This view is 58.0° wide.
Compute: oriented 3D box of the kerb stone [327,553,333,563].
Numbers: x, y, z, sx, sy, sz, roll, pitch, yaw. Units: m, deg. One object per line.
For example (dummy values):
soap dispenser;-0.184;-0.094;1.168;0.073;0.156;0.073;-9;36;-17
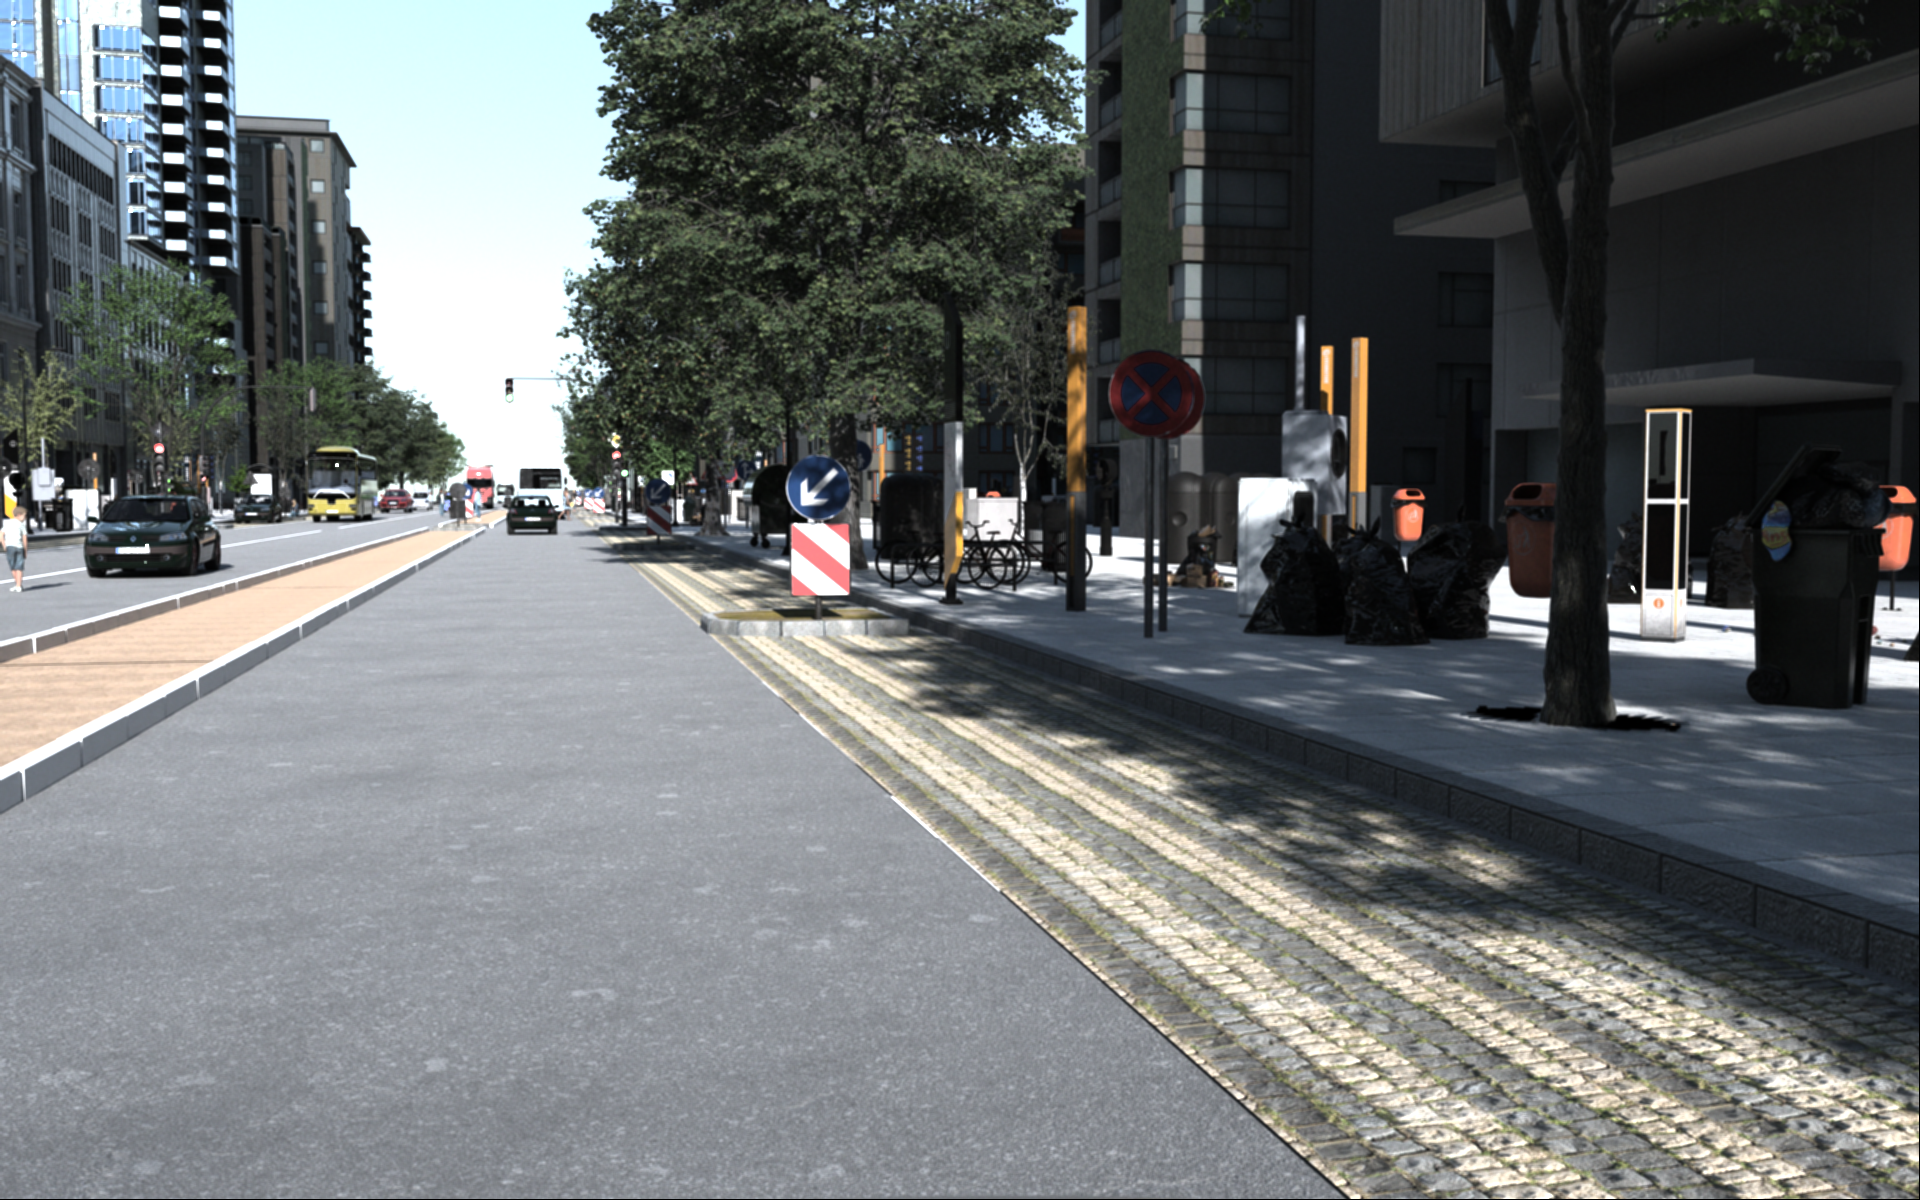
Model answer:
kerb stone;-13.177;-0.840;35.926;0.120;0.150;1.000;-1;4;-13

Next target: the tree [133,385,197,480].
tree;-52.896;-10.094;115.405;4.737;8.622;4.395;0;3;0

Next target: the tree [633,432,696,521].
tree;-14.131;-6.064;82.867;4.285;4.588;4.351;0;3;0

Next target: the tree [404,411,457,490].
tree;-72.900;-19.523;237.325;7.486;12.596;7.792;0;3;0

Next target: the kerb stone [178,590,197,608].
kerb stone;-9.872;0.014;21.965;0.120;0.150;1.000;-1;4;-13

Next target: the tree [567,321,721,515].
tree;-16.028;-9.635;91.941;8.767;10.594;7.601;1;4;11

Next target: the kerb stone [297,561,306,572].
kerb stone;-12.242;-0.588;31.931;0.120;0.150;1.000;-1;4;-13

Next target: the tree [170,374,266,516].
tree;-43.660;-9.269;101.906;4.360;8.622;3.978;0;3;0

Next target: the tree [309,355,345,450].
tree;-48.501;-12.447;129.260;9.928;11.665;9.643;0;3;0

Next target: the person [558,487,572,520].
person;-21.513;-5.251;94.444;0.778;1.811;0.616;-2;4;-35

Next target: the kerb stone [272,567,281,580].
kerb stone;-11.529;-0.413;28.947;0.120;0.150;1.000;-1;4;-13

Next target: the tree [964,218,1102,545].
tree;1.578;-5.654;42.810;4.360;8.622;3.978;0;3;0

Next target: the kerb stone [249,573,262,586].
kerb stone;-11.053;-0.291;26.959;0.120;0.150;1.000;-1;4;-13

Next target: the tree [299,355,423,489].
tree;-55.015;-15.377;158.072;9.857;13.997;8.962;0;3;0

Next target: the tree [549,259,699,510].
tree;-26.129;-17.241;137.772;12.611;20.169;13.585;0;3;0

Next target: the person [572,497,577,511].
person;-28.993;-7.161;130.265;0.352;1.250;0.332;-1;4;-11

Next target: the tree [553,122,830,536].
tree;-7.787;-8.342;53.399;9.611;12.733;9.660;0;3;0

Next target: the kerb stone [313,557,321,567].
kerb stone;-12.706;-0.718;33.931;0.120;0.150;1.000;-1;4;-13

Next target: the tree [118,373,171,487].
tree;-49.091;-9.519;105.997;4.360;8.622;3.978;0;3;0

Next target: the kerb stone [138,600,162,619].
kerb stone;-9.405;0.136;19.974;0.120;0.150;1.000;-1;4;-13

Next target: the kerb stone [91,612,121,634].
kerb stone;-8.932;0.260;17.985;0.120;0.150;1.000;-1;4;-13

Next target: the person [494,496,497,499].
person;-47.520;-10.197;175.160;1.348;1.831;0.705;-2;4;-24

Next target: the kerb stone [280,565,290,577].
kerb stone;-11.760;-0.474;29.943;0.120;0.150;1.000;-1;4;-13

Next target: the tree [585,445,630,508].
tree;-30.342;-12.513;154.949;4.360;8.622;3.978;0;3;0

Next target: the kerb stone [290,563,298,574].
kerb stone;-12.000;-0.535;30.937;0.120;0.150;1.000;-1;4;-13

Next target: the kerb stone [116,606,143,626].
kerb stone;-9.168;0.197;18.980;0.120;0.150;1.000;-1;4;-13

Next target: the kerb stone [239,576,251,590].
kerb stone;-10.810;-0.230;25.955;0.120;0.150;1.000;-1;4;-13

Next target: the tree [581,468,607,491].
tree;-45.047;-14.082;213.956;4.285;4.588;4.351;0;3;0

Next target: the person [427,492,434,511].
person;-44.289;-8.234;144.944;0.330;1.601;0.589;3;5;43

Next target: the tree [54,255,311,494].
tree;-35.335;-9.225;76.581;9.928;11.665;9.643;0;3;0

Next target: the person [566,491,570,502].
person;-33.516;-8.473;147.789;0.466;1.731;0.760;-1;4;-22

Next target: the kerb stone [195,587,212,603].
kerb stone;-10.116;-0.047;22.966;0.120;0.150;1.000;-1;4;-13

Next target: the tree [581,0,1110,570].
tree;-1.918;-7.488;29.082;9.857;13.997;8.962;0;3;0

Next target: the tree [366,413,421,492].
tree;-61.990;-15.483;187.562;8.767;10.594;7.601;1;4;19

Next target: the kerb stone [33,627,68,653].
kerb stone;-8.462;0.384;15.995;0.120;0.150;1.000;-1;4;-13

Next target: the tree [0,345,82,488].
tree;-45.056;-8.216;84.687;4.737;8.622;4.395;0;3;0

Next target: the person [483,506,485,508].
person;-49.069;-10.431;178.984;1.348;1.831;0.705;-2;4;-24

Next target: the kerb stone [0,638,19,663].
kerb stone;-8.241;0.440;14.997;0.120;0.150;1.000;-1;4;-13

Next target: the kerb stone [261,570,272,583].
kerb stone;-11.291;-0.349;27.953;0.120;0.150;1.000;-1;4;-13

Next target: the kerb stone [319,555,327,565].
kerb stone;-12.940;-0.776;34.926;0.120;0.150;1.000;-1;4;-13

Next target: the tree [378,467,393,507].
tree;-59.233;-11.728;175.464;4.285;4.588;4.351;0;3;0

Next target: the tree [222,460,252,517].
tree;-40.433;-6.301;97.617;1.663;3.219;1.824;0;3;0

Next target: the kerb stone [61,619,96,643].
kerb stone;-8.695;0.318;16.990;0.120;0.150;1.000;-1;4;-13

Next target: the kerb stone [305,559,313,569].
kerb stone;-12.473;-0.656;32.927;0.120;0.150;1.000;-1;4;-13

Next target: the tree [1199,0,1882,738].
tree;3.291;-5.115;9.392;9.928;11.665;9.643;0;3;0

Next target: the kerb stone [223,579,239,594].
kerb stone;-10.581;-0.169;24.959;0.120;0.150;1.000;-1;4;-13

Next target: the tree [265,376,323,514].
tree;-42.385;-9.681;108.653;4.360;8.622;3.978;0;3;0

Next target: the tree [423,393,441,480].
tree;-65.482;-18.089;202.408;9.857;13.997;8.962;0;3;0

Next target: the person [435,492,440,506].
person;-62.091;-12.060;206.475;0.721;1.735;1.217;3;4;37

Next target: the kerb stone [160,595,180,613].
kerb stone;-9.644;0.077;20.968;0.120;0.150;1.000;-1;4;-13

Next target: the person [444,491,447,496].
person;-45.403;-8.768;152.572;0.721;1.743;1.217;3;4;38

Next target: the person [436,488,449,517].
person;-31.825;-5.962;106.333;0.721;1.781;0.623;3;4;37

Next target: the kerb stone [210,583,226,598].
kerb stone;-10.350;-0.103;23.963;0.120;0.150;1.000;-1;4;-13
